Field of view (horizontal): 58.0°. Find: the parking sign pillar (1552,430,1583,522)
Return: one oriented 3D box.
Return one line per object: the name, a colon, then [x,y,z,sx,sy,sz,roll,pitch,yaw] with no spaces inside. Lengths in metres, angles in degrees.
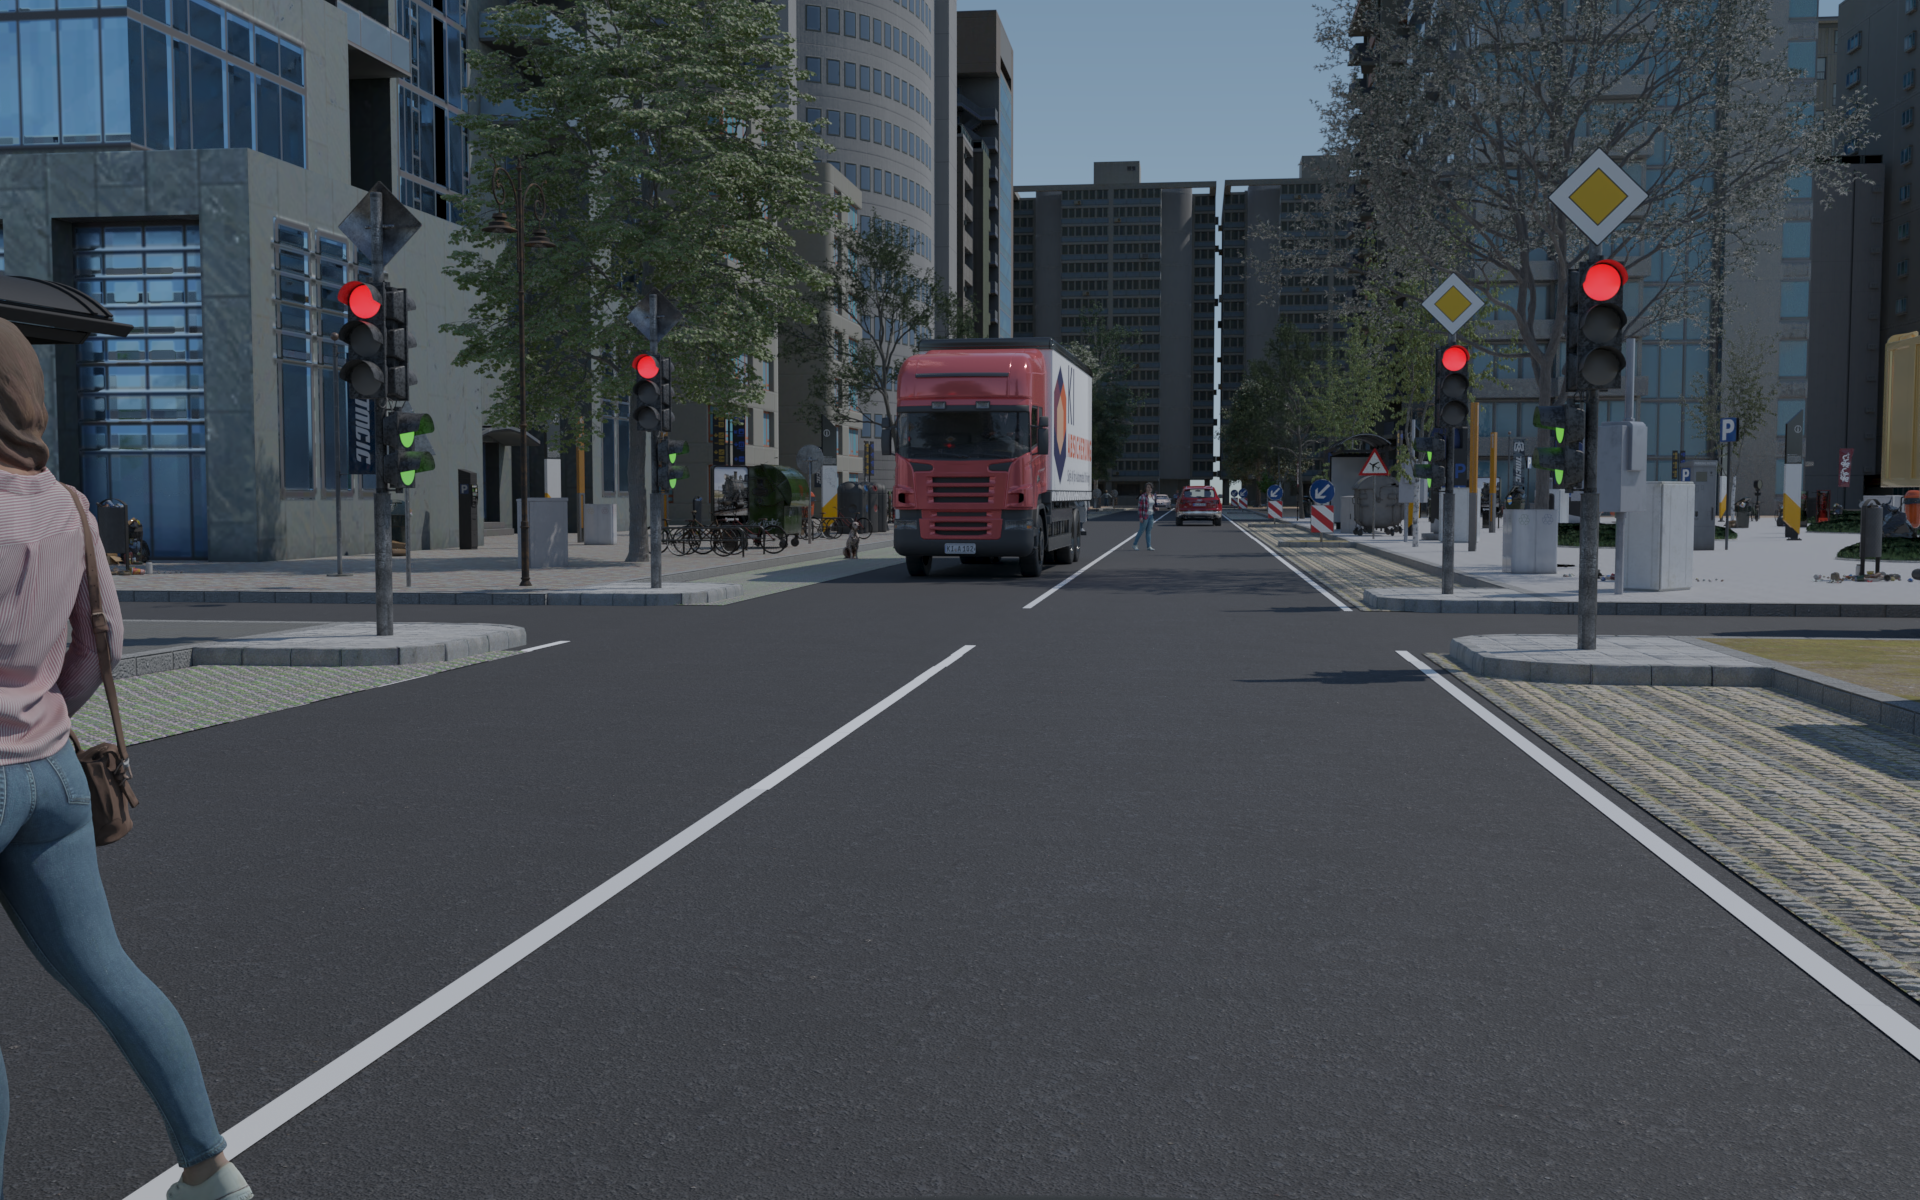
parking sign pillar: [22.146,-4.538,62.673,1.447,3.967,1.447,2,4,26]

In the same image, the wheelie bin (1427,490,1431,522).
wheelie bin: [21.890,-4.397,79.798,0.980,1.594,0.693,1,4,14]

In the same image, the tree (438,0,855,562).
tree: [-5.692,-7.000,32.583,7.486,12.596,7.792,0,3,0]

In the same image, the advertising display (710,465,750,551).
advertising display: [-5.170,-2.064,38.961,0.974,1.923,0.123,-3,5,-41]

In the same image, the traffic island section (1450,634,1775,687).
traffic island section: [5.203,0.487,14.319,2.009,0.180,2.903,0,4,8]

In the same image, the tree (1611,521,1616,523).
tree: [29.610,-5.075,77.574,1.663,3.219,1.824,0,3,0]

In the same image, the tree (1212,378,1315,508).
tree: [28.355,-15.116,164.153,9.611,12.733,9.660,0,3,0]

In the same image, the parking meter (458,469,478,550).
parking meter: [-11.362,-2.099,40.029,0.399,1.863,0.255,1,4,19]

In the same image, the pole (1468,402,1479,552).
pole: [11.464,-2.741,38.661,0.158,3.312,0.155,0,3,0]

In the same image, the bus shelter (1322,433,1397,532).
bus shelter: [13.864,-4.063,60.359,2.014,3.302,5.546,0,4,8]

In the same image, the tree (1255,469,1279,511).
tree: [23.288,-8.423,132.317,1.663,3.219,1.824,0,3,0]

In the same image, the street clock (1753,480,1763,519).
street clock: [40.229,-5.063,87.353,0.471,2.002,0.358,-3,4,-37]

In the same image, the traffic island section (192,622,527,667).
traffic island section: [-5.242,0.400,15.739,2.009,0.180,2.903,0,4,8]

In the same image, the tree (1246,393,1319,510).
tree: [20.498,-9.730,109.449,4.360,8.622,3.978,0,3,0]

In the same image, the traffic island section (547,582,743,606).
traffic island section: [-4.166,-0.084,23.652,2.009,0.180,2.903,0,4,8]

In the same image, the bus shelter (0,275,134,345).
bus shelter: [-9.142,-1.214,13.765,2.014,3.302,5.546,0,4,8]

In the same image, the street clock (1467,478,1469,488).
street clock: [23.067,-4.541,78.819,0.358,2.002,0.471,2,4,28]

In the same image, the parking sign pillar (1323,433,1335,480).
parking sign pillar: [15.897,-5.271,74.658,1.447,3.967,1.447,1,4,10]

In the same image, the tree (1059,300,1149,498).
tree: [12.578,-19.330,171.931,12.611,20.169,13.585,0,3,0]

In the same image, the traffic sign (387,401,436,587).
traffic sign: [-7.623,-1.460,23.876,0.884,2.594,0.081,1,4,17]

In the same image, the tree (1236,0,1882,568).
tree: [10.390,-7.340,30.377,12.009,13.543,11.850,0,3,0]

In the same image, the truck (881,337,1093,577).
truck: [0.824,-2.723,33.437,2.839,4.237,11.283,1,4,9]

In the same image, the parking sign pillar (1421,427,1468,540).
parking sign pillar: [13.641,-3.660,48.312,1.447,3.967,1.447,-1,4,-12]

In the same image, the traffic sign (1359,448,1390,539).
traffic sign: [11.787,-3.015,49.304,0.884,2.594,0.081,1,4,10]

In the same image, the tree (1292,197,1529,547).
tree: [11.270,-5.597,41.870,4.737,8.622,4.395,0,3,0]

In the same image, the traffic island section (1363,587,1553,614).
traffic island section: [6.279,0.003,22.232,2.009,0.180,2.903,0,4,8]

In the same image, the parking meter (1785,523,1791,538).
parking meter: [24.561,-2.773,51.049,0.399,1.863,0.255,2,4,28]

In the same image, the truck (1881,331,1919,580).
truck: [14.461,-1.262,16.551,9.791,3.379,3.469,1,4,10]

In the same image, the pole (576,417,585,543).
pole: [-10.000,-3.168,45.647,0.158,3.312,0.155,0,3,0]

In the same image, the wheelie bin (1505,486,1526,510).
wheelie bin: [21.555,-3.625,67.184,0.693,1.594,0.980,2,4,32]

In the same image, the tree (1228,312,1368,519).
tree: [17.346,-9.473,89.294,7.601,10.594,8.767,1,4,8]

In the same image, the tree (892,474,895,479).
tree: [-1.612,-4.384,66.275,1.663,3.219,1.824,0,3,0]

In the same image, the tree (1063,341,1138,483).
tree: [10.179,-14.467,143.187,9.857,13.997,8.962,0,3,0]

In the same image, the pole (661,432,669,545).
pole: [-7.511,-3.069,44.016,0.158,3.312,0.155,0,3,0]

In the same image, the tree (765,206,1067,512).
tree: [-1.962,-7.429,55.873,8.767,10.594,7.601,-2,4,-34]

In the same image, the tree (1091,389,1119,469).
tree: [8.488,-12.006,130.707,7.601,10.594,8.767,0,4,2]

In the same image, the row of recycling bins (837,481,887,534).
row of recycling bins: [-3.260,-3.054,57.050,1.069,1.692,3.534,1,4,14]

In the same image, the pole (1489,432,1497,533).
pole: [17.614,-3.877,57.231,0.158,3.312,0.155,0,3,0]

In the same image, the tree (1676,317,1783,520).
tree: [32.515,-7.491,72.847,4.360,8.622,3.978,0,3,0]

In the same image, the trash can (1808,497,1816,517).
trash can: [40.659,-4.340,82.605,0.748,1.137,0.748,0,3,0]

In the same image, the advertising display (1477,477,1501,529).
advertising display: [19.728,-3.641,64.743,0.974,1.923,0.123,3,4,38]

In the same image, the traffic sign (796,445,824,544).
traffic sign: [-3.878,-2.722,44.613,0.768,2.556,0.104,1,4,17]
